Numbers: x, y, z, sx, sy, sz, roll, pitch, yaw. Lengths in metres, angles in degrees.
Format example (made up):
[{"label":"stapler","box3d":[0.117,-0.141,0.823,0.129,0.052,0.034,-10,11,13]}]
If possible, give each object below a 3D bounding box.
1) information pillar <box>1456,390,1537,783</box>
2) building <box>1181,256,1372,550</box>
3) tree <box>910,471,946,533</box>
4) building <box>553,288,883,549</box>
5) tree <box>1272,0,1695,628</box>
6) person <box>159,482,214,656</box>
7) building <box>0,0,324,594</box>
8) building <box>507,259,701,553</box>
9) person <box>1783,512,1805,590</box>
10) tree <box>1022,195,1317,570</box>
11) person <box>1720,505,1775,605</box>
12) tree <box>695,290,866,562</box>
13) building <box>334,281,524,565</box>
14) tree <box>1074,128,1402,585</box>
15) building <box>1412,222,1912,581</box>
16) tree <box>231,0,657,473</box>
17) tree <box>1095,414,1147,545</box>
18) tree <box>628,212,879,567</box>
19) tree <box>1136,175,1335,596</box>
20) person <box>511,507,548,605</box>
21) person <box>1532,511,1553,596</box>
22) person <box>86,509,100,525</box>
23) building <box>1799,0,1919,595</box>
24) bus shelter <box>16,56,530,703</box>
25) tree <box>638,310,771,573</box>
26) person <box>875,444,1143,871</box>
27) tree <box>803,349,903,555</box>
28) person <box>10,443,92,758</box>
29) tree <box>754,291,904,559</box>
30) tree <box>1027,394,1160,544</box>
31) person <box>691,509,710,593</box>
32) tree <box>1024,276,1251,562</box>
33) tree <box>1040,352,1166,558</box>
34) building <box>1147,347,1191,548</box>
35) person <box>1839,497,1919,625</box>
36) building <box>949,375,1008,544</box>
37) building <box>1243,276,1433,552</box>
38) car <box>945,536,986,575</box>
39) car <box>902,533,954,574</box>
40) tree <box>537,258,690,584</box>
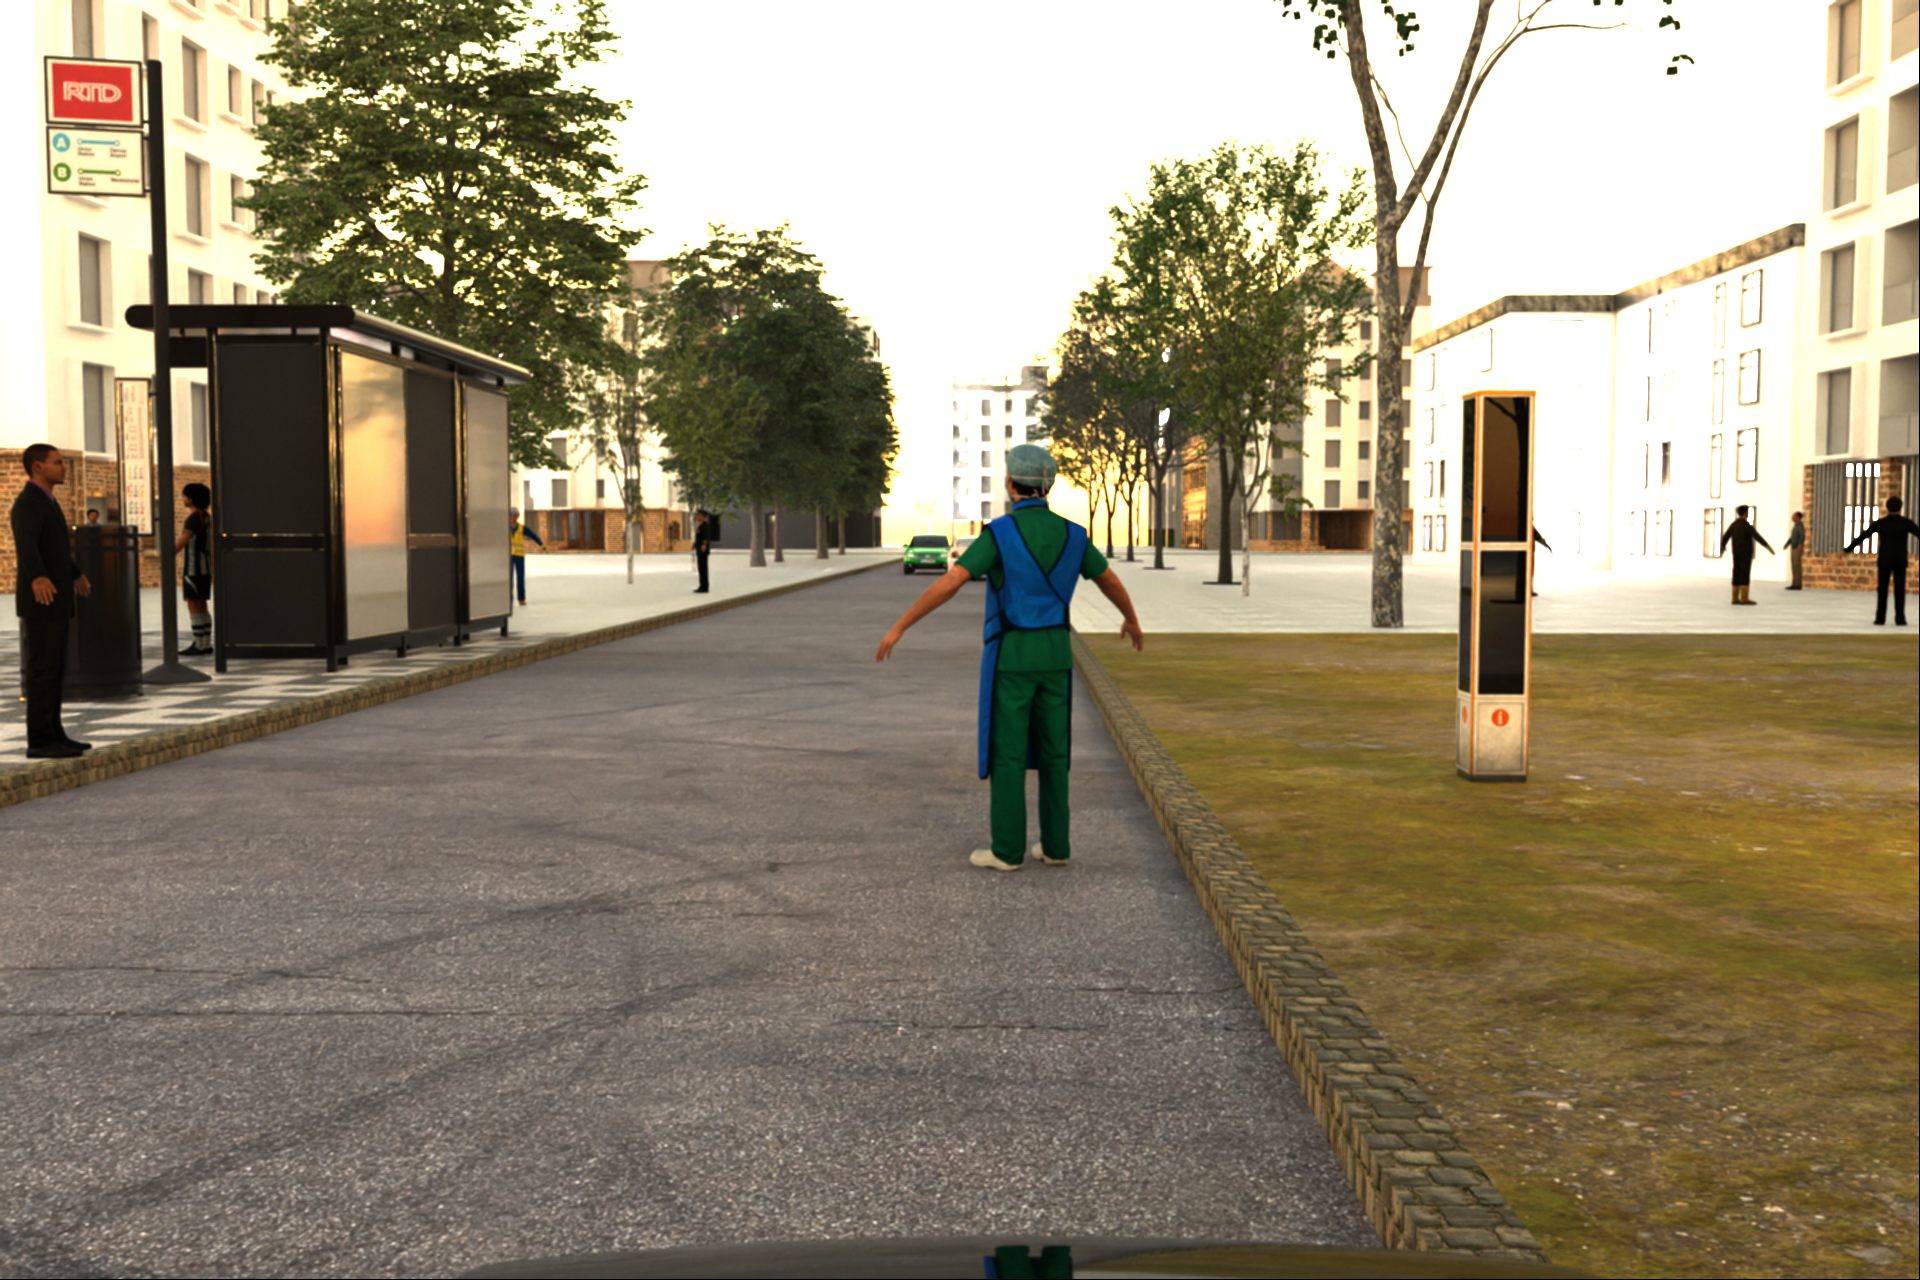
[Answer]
[{"label":"information pillar","box3d":[2.787,-0.277,9.024,0.304,2.012,0.304,0,4,2]},{"label":"building","box3d":[29.013,-19.273,146.043,19.493,23.208,18.063,0,4,1]},{"label":"tree","box3d":[-3.210,-15.275,200.115,4.360,8.622,3.978,0,3,0]},{"label":"building","box3d":[-22.119,-19.343,160.229,27.936,21.610,32.646,0,4,1]},{"label":"tree","box3d":[6.302,-10.151,21.856,12.611,20.169,13.585,0,3,0]},{"label":"person","box3d":[-8.125,-0.749,18.383,0.704,1.843,1.345,0,4,-4]},{"label":"building","box3d":[-24.178,-11.137,38.512,16.016,20.090,11.380,0,4,1]},{"label":"building","box3d":[-25.180,-16.157,120.580,16.016,20.090,11.380,0,4,1]},{"label":"person","box3d":[19.254,-2.057,39.911,0.705,1.796,1.348,1,4,11]},{"label":"tree","box3d":[7.171,-9.313,62.631,12.009,13.543,11.850,0,3,0]},{"label":"person","box3d":[14.264,-1.553,31.522,0.704,1.812,1.346,-1,4,-16]},{"label":"tree","box3d":[-8.151,-9.823,78.734,7.486,12.596,7.792,0,3,0]},{"label":"building","box3d":[-22.590,-7.919,71.626,9.099,9.664,28.070,0,4,1]},{"label":"tree","box3d":[6.951,-7.235,44.041,9.928,11.665,9.643,0,3,0]},{"label":"building","box3d":[23.634,-7.258,60.821,9.099,9.664,28.070,0,4,2]},{"label":"tree","box3d":[-9.112,-6.891,30.798,7.486,12.596,7.792,0,3,0]},{"label":"tree","box3d":[21.390,-21.031,199.744,12.611,20.169,13.585,0,3,0]},{"label":"tree","box3d":[-8.053,-9.852,67.735,9.857,13.997,8.962,0,3,0]},{"label":"tree","box3d":[5.799,-5.203,35.432,4.737,8.622,4.395,0,3,0]},{"label":"person","box3d":[-8.067,-1.521,31.331,1.216,1.772,0.721,0,4,-7]},{"label":"person","box3d":[11.681,-1.827,35.650,1.354,1.856,0.705,-2,4,-33]},{"label":"person","box3d":[-15.777,-1.520,31.577,1.216,1.740,0.721,-2,4,-29]},{"label":"building","box3d":[25.169,-11.168,39.017,16.016,20.090,11.380,0,4,2]},{"label":"bus shelter","box3d":[-6.546,-2.428,17.331,2.179,5.291,8.768,0,4,1]},{"label":"tree","box3d":[-8.663,-6.521,56.982,4.737,8.622,4.395,0,3,0]},{"label":"person","box3d":[0.278,0.068,7.468,1.347,1.817,0.704,-2,4,-30]},{"label":"tree","box3d":[-6.969,-11.497,106.098,7.486,12.596,7.792,0,3,0]},{"label":"person","box3d":[-5.263,-0.233,10.031,0.704,1.802,1.346,-1,4,-19]},{"label":"tree","box3d":[-7.129,-11.206,89.869,9.857,13.997,8.962,0,3,0]},{"label":"tree","box3d":[7.998,-10.854,103.217,9.928,11.665,9.643,0,3,0]},{"label":"person","box3d":[-5.677,-1.962,38.006,0.705,1.837,1.347,-1,4,-19]},{"label":"tree","box3d":[7.875,-10.397,80.366,12.009,13.543,11.850,0,3,0]},{"label":"tree","box3d":[8.130,-10.221,92.874,9.928,11.665,9.643,0,3,0]},{"label":"building","box3d":[28.255,-18.671,171.730,16.747,18.905,31.486,0,4,2]},{"label":"person","box3d":[13.148,-1.115,24.423,1.347,1.806,0.705,2,4,28]},{"label":"building","box3d":[-0.890,-20.748,198.110,11.380,20.090,16.016,0,4,-2]},{"label":"building","box3d":[27.310,-16.992,134.234,16.016,20.090,11.380,0,4,2]},{"label":"car","box3d":[0.562,-2.588,54.675,2.083,1.381,4.827,0,4,2]},{"label":"car","box3d":[-1.080,-3.306,62.842,1.959,1.807,4.718,0,4,2]},{"label":"tree","box3d":[-8.312,-5.761,44.561,4.360,8.622,3.978,0,3,0]}]
